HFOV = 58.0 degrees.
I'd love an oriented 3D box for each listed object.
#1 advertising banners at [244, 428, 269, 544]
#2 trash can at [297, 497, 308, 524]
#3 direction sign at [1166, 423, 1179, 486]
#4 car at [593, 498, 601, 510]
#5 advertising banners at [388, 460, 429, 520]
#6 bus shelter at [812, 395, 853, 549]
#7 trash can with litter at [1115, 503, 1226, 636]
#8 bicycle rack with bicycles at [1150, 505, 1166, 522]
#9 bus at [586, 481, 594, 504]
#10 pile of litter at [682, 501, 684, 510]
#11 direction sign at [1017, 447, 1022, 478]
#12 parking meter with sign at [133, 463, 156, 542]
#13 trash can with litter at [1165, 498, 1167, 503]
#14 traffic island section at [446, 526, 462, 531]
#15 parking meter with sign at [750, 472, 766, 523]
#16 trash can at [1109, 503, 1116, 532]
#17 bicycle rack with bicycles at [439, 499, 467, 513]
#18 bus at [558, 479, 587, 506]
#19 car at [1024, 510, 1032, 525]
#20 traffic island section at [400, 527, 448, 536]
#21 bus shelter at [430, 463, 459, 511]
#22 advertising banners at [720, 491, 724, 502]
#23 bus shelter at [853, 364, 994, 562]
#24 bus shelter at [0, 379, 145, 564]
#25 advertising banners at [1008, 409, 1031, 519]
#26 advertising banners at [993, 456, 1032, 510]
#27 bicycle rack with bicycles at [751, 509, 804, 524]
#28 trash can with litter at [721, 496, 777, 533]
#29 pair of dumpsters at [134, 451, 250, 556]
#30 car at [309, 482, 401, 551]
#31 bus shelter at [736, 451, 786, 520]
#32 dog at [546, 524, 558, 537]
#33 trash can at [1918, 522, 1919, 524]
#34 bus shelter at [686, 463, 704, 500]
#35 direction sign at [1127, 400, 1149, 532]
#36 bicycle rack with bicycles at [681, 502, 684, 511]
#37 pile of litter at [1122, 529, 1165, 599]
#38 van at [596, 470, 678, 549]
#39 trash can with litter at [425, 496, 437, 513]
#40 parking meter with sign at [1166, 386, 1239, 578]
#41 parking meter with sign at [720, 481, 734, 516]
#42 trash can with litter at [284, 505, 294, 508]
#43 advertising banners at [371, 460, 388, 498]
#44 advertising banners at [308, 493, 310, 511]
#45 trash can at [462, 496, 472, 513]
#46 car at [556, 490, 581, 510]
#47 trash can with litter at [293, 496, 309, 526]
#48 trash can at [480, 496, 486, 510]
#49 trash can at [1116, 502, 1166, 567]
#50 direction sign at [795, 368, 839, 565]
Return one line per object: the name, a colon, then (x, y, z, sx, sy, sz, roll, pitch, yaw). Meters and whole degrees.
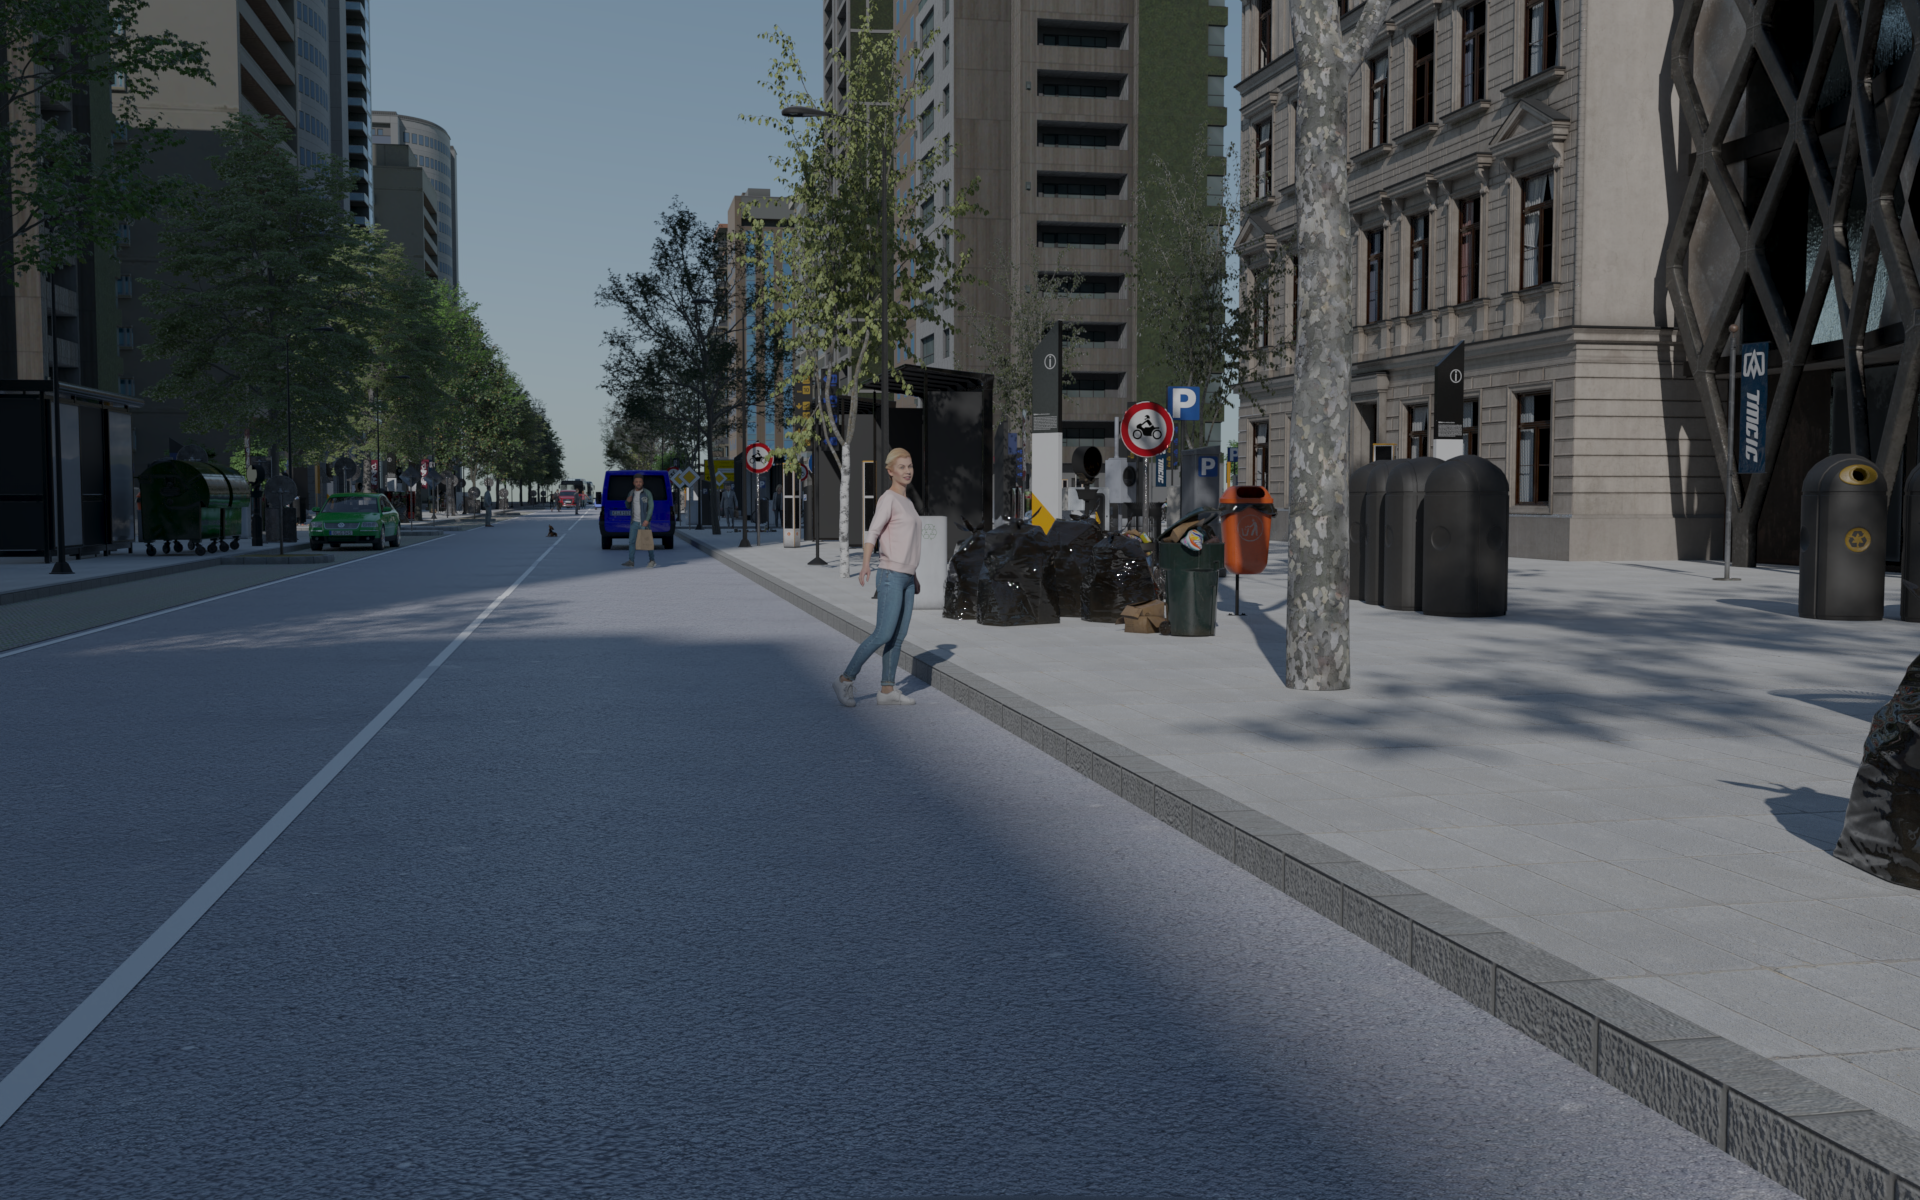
advertising banners: (-18.483, -3.016, 45.498, 0.090, 3.025, 2.074, -3, 4, -36)
trash can: (-28.609, -3.869, 74.912, 0.748, 1.137, 0.748, 0, 3, 0)
direction sign: (6.816, -3.892, 55.623, 0.379, 3.537, 0.876, -1, 4, -17)
car: (-32.603, -9.111, 158.562, 1.945, 1.707, 3.694, -1, 4, -12)
advertising banners: (-27.656, -5.562, 87.134, 2.074, 3.025, 0.090, 1, 4, 9)
bus shelter: (-2.870, -3.194, 43.501, 1.731, 3.624, 6.357, -1, 4, -12)
trash can with litter: (1.887, -0.270, 15.808, 1.055, 1.170, 0.624, 3, 5, 42)
bicycle rack with bicycles: (9.509, -4.185, 81.802, 2.925, 0.926, 2.852, 3, 5, 41)
bus: (-53.374, -15.322, 245.369, 2.948, 3.499, 13.247, -1, 4, -10)
pile of litter: (-21.241, -7.441, 135.619, 1.719, 0.858, 1.176, 3, 4, 38)
direction sign: (2.662, -5.630, 84.052, 0.876, 3.537, 0.379, -2, 4, -26)
parking meter with sign: (-22.323, -3.037, 45.922, 1.738, 3.016, 0.543, -1, 4, -8)
trash can with litter: (7.718, -3.080, 61.749, 1.055, 1.170, 0.624, -3, 5, -43)
traffic island section: (-20.662, -2.794, 67.970, 2.009, 0.180, 2.903, -1, 4, -12)
parking meter with sign: (-8.954, -4.940, 77.022, 0.543, 3.016, 1.738, -2, 4, -30)
trash can: (4.734, -2.576, 53.764, 0.748, 1.137, 0.748, 0, 3, 0)
bicycle rack with bicycles: (-35.229, -6.567, 120.747, 2.852, 0.926, 2.925, 0, 4, 5)
bus: (-44.565, -12.544, 199.958, 2.948, 3.499, 13.247, -1, 4, -10)
car: (4.804, -3.528, 69.678, 4.499, 1.417, 2.014, -1, 4, -13)
traffic island section: (-19.057, -2.316, 60.147, 2.009, 0.180, 2.903, -1, 4, -12)
bus shelter: (-39.035, -8.576, 131.499, 1.731, 3.624, 6.357, -1, 4, -12)
advertising banners: (-13.782, -6.646, 104.846, 2.074, 3.025, 0.090, -1, 4, -22)
bus shelter: (-0.766, -2.640, 34.447, 1.731, 3.624, 6.357, -1, 4, -12)
bus shelter: (-17.832, -3.386, 32.995, 2.179, 5.291, 8.768, -1, 4, -11)
advertising banners: (1.187, -2.377, 35.060, 0.090, 3.025, 2.074, 1, 4, 11)
advertising banners: (2.475, -5.082, 79.271, 2.074, 3.025, 0.090, 2, 4, 25)
bicycle rack with bicycles: (-7.341, -3.735, 74.450, 2.925, 0.926, 2.852, 0, 4, 2)
trash can with litter: (-7.054, -2.895, 58.386, 2.233, 1.210, 1.678, -3, 5, -42)
pair of dumpsters: (-16.636, -2.147, 37.603, 1.574, 2.255, 4.437, -1, 4, -11)
car: (-15.714, -2.219, 45.069, 1.959, 1.807, 4.718, -1, 4, -10)
bus shelter: (-9.355, -5.372, 81.762, 2.014, 3.302, 5.546, -1, 4, -12)
dog: (-13.742, -2.315, 58.051, 0.550, 0.427, 0.748, 0, 4, 8)
trash can: (5.321, 0.170, 8.881, 0.748, 1.137, 0.748, 0, 3, 0)
bus shelter: (-17.666, -7.544, 117.275, 2.014, 3.302, 5.546, -1, 4, -12)
direction sign: (4.337, -3.077, 42.313, 0.379, 3.537, 0.876, -2, 4, -29)
bicycle rack with bicycles: (-19.096, -6.750, 123.738, 2.852, 0.926, 2.925, 1, 4, 23)
pile of litter: (2.203, -0.462, 21.511, 1.719, 0.858, 1.176, 2, 4, 28)
van: (-8.695, -2.583, 46.620, 2.240, 2.365, 5.245, -1, 4, -11)
trash can with litter: (-41.563, -7.616, 135.907, 0.624, 1.170, 1.055, 0, 4, 2)
parking meter with sign: (3.778, -1.900, 27.331, 0.543, 3.016, 1.738, -1, 4, -12)
parking meter with sign: (-13.233, -6.320, 99.586, 0.543, 3.016, 1.738, -3, 5, -43)
trash can with litter: (-26.372, -3.405, 67.056, 1.055, 1.170, 0.624, 0, 4, 2)
advertising banners: (-29.057, -5.630, 88.231, 2.074, 3.025, 0.090, -2, 4, -25)
advertising banners: (-50.094, -8.212, 130.459, 2.074, 3.025, 0.090, -1, 4, -16)
trash can: (-33.112, -6.414, 116.525, 0.748, 1.137, 0.748, 0, 3, 0)
car: (-35.433, -9.053, 156.694, 2.281, 1.827, 5.304, -1, 4, -11)
trash can with litter: (-26.623, -3.622, 70.275, 1.678, 1.210, 2.233, 2, 4, 29)
trash can: (-37.344, -7.609, 136.063, 0.748, 1.137, 0.748, 0, 3, 0)
trash can: (3.258, -1.159, 30.606, 0.748, 1.137, 0.748, 0, 3, 0)
direction sign: (-2.586, -2.407, 31.344, 0.876, 3.537, 0.379, 1, 4, 22)
